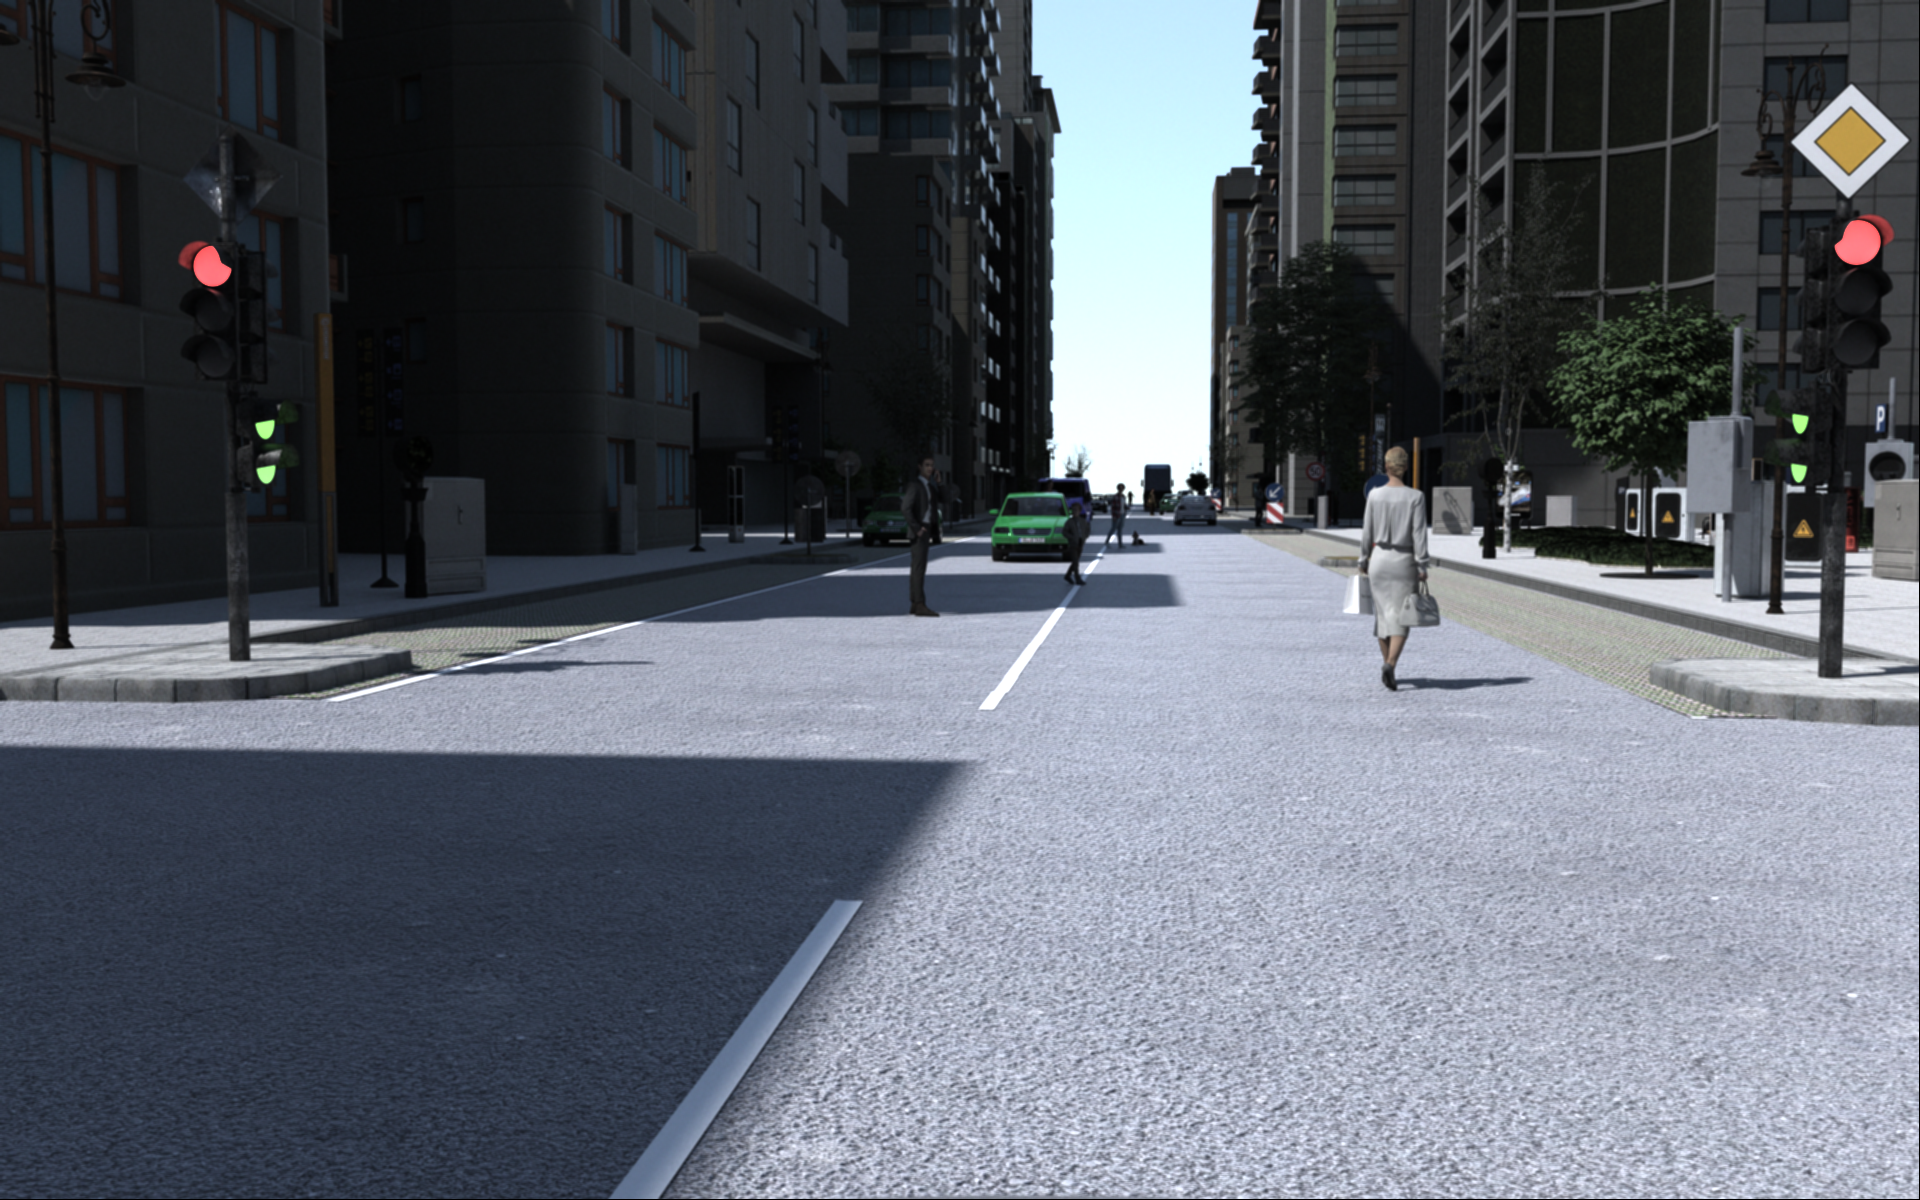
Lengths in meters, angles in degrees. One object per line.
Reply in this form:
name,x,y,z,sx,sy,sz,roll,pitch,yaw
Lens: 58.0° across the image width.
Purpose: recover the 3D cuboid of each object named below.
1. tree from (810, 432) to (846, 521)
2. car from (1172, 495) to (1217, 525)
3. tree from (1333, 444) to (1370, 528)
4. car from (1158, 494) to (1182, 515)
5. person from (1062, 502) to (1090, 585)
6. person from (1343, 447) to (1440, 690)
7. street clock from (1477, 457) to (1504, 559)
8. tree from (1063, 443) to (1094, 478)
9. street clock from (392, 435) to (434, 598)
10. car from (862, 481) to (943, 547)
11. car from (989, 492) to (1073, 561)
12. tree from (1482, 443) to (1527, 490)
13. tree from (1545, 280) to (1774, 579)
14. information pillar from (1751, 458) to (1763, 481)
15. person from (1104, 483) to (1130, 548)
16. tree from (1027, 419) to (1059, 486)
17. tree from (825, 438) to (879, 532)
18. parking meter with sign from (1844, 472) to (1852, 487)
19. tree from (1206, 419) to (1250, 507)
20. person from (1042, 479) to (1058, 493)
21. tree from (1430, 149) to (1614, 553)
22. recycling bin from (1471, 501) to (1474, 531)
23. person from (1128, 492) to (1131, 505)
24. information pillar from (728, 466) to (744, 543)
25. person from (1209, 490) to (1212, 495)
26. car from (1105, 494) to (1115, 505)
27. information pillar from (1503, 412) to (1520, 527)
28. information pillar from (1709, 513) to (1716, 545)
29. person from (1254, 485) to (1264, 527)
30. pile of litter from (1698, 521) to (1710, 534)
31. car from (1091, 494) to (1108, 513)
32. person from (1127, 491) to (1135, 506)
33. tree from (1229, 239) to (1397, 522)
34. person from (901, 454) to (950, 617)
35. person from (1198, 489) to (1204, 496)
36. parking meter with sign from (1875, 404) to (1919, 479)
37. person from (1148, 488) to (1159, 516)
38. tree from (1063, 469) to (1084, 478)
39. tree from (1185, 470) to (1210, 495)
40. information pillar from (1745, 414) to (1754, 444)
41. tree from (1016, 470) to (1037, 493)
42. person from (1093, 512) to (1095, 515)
tree,-6.790,-6.021,82.155,4.285,4.588,4.351,0,3,0
car,10.946,-4.178,80.676,2.083,1.381,4.827,0,4,5
tree,14.995,-4.392,66.404,1.663,3.219,1.824,0,3,0
car,14.606,-6.536,118.666,2.131,1.459,4.920,0,4,8
person,1.845,-0.892,27.362,0.475,1.303,0.640,-2,4,-34
person,3.168,-0.242,12.806,0.694,1.780,0.624,3,5,44
street clock,10.514,-1.821,34.352,0.471,2.002,0.358,-1,4,-17
tree,16.862,-18.114,246.520,4.360,8.622,3.978,0,3,0
street clock,-6.719,-1.025,21.333,0.358,2.002,0.471,2,4,27
car,-1.577,-2.417,48.314,1.959,1.807,4.718,0,4,7
car,1.661,-1.803,38.277,1.959,1.807,4.718,0,4,4
tree,17.940,-3.767,56.196,1.663,3.219,1.824,0,3,0
tree,10.750,-2.629,26.705,4.285,4.588,4.351,0,3,0
information pillar,16.373,-1.919,35.874,0.304,2.012,0.304,-2,4,-29
person,4.220,-2.262,46.328,0.643,1.720,0.563,3,5,44
tree,7.361,-13.128,165.012,4.737,8.622,4.395,0,3,0
tree,-3.891,-3.977,59.619,1.663,3.219,1.824,0,3,0
parking meter with sign,30.147,-3.858,59.344,1.738,3.016,0.543,1,4,20
tree,26.375,-13.461,170.450,4.360,8.622,3.978,0,3,0
person,2.277,-2.213,44.769,0.616,1.811,0.778,-1,4,-10
tree,12.119,-5.361,38.020,4.360,8.622,3.978,0,3,0
recycling bin,17.470,-2.940,60.622,0.722,1.027,0.722,-2,4,-24
person,23.033,-13.802,234.878,0.721,1.735,1.217,0,4,-6
information pillar,-5.888,-2.512,45.558,0.304,2.012,0.304,-3,5,-44
person,18.333,-7.145,126.266,0.436,1.711,0.756,0,4,1
car,17.931,-12.073,207.187,2.009,1.686,4.222,0,4,7
information pillar,15.706,-3.546,49.332,0.183,3.616,0.504,-2,4,-31
information pillar,17.071,-2.105,38.910,0.304,2.012,0.304,-3,5,-42
person,12.925,-4.044,74.798,0.473,1.802,0.592,1,4,23
pile of litter,24.479,-2.524,55.236,1.719,0.858,1.176,1,4,21
car,10.296,-7.450,131.591,2.009,1.686,4.222,0,4,7
person,20.648,-12.300,209.745,1.348,1.807,0.705,3,5,40
tree,15.881,-9.776,77.969,7.486,12.596,7.792,0,3,0
person,-0.395,-0.775,20.526,0.474,1.900,0.648,1,4,15
person,18.338,-7.584,132.515,1.348,1.822,0.705,-3,4,-38
parking meter with sign,18.698,-2.277,33.495,1.738,3.016,0.543,1,4,9
person,12.765,-6.486,114.646,0.705,1.812,1.348,3,4,37
tree,14.870,-14.881,227.010,4.285,4.588,4.351,0,3,0
tree,31.099,-14.844,226.407,4.285,4.588,4.351,0,3,0
information pillar,19.739,-3.189,43.496,0.183,3.616,0.504,0,4,-4
tree,5.196,-8.673,136.409,1.663,3.219,1.824,0,3,0
person,6.075,-4.336,84.891,1.012,1.151,0.738,1,4,16
